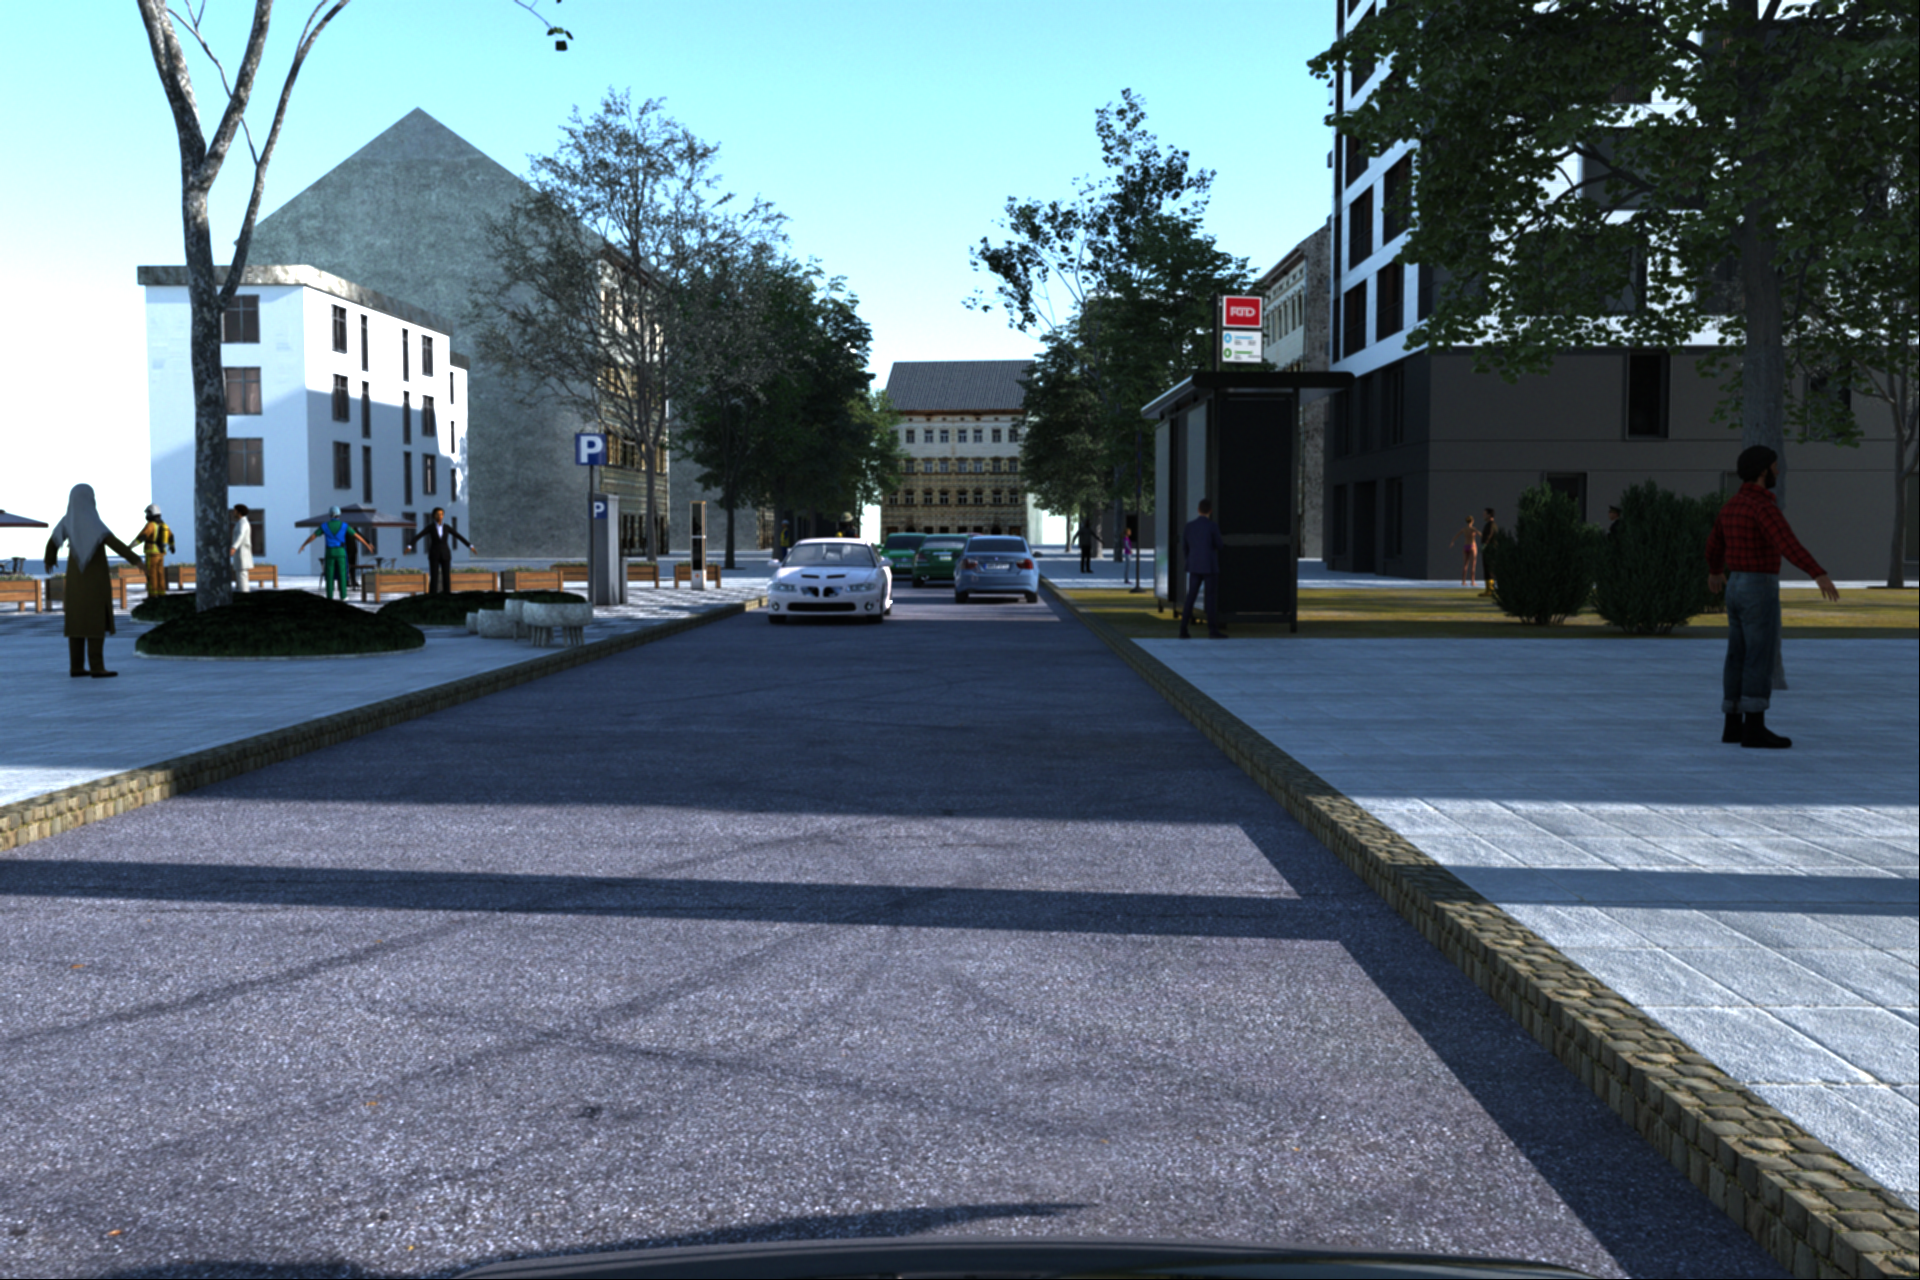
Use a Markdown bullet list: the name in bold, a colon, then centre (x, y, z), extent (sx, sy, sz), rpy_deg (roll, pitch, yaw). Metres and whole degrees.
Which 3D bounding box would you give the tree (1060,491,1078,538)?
- **tree**: centre (14.063, -16.424, 218.899), extent (4.737, 8.622, 4.395), rpy_deg (0, 3, 0)

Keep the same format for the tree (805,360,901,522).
- **tree**: centre (-7.574, -11.875, 112.291), extent (7.486, 12.596, 7.792), rpy_deg (0, 3, 0)

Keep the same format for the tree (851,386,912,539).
- **tree**: centre (-7.240, -11.990, 121.799), extent (9.928, 11.665, 9.643), rpy_deg (0, 3, 0)

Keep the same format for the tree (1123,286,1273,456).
- **tree**: centre (7.315, -6.196, 51.670), extent (4.737, 8.622, 4.395), rpy_deg (0, 3, 0)

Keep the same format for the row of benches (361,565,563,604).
- **row of benches**: centre (-9.646, -1.103, 33.490), extent (4.104, 0.672, 1.422), rpy_deg (-3, 5, -43)

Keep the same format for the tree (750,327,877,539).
- **tree**: centre (-8.226, -10.816, 94.965), extent (7.486, 12.596, 7.792), rpy_deg (0, 3, 0)

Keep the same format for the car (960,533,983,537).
- **car**: centre (0.496, -4.717, 86.171), extent (2.155, 1.783, 4.494), rpy_deg (0, 4, 1)

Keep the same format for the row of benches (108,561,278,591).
- **row of benches**: centre (-17.598, -1.475, 39.574), extent (1.422, 0.672, 4.104), rpy_deg (2, 4, 34)

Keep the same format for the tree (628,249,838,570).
- **tree**: centre (-8.317, -8.374, 62.663), extent (9.928, 11.665, 9.643), rpy_deg (0, 3, 0)

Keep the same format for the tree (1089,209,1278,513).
- **tree**: centre (7.906, -8.750, 61.185), extent (7.486, 12.596, 7.792), rpy_deg (0, 3, 0)

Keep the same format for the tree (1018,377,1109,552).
- **tree**: centre (7.685, -12.456, 121.781), extent (7.486, 12.596, 7.792), rpy_deg (0, 3, 0)

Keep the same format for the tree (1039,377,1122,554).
- **tree**: centre (8.391, -11.397, 112.099), extent (9.928, 11.665, 9.643), rpy_deg (0, 3, 0)

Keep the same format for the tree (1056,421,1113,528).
- **tree**: centre (7.523, -9.329, 102.890), extent (4.737, 8.622, 4.395), rpy_deg (0, 3, 0)

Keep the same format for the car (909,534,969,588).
- **car**: centre (-0.366, -2.198, 47.742), extent (2.131, 1.459, 4.920), rpy_deg (0, 4, 0)

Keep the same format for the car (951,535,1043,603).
- **car**: centre (0.787, -1.544, 37.250), extent (2.014, 1.417, 4.499), rpy_deg (0, 4, 1)

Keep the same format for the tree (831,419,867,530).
- **tree**: centre (-7.287, -9.335, 102.988), extent (4.737, 8.622, 4.395), rpy_deg (0, 3, 0)

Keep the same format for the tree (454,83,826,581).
- **tree**: centre (-8.589, -8.391, 47.557), extent (12.009, 13.543, 11.850), rpy_deg (0, 3, 0)

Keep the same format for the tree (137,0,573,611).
- **tree**: centre (-8.299, -10.004, 19.452), extent (12.611, 20.169, 13.585), rpy_deg (0, 3, 0)

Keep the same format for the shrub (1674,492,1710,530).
- **shrub**: centre (12.833, -1.599, 30.560), extent (1.690, 2.028, 1.600), rpy_deg (0, 3, 0)

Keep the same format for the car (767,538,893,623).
- **car**: centre (-2.143, -1.036, 29.294), extent (2.083, 1.381, 4.827), rpy_deg (0, 4, 0)

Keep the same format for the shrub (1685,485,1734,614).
- **shrub**: centre (12.290, -1.473, 28.119), extent (1.661, 2.075, 1.752), rpy_deg (0, 3, 0)

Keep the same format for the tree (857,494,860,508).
- **tree**: centre (-13.588, -16.089, 213.409), extent (4.360, 8.622, 3.978), rpy_deg (0, 3, 0)

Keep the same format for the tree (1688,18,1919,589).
- **tree**: centre (22.078, -7.940, 40.184), extent (12.009, 13.543, 11.850), rpy_deg (0, 3, 0)

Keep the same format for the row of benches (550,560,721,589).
- **row of benches**: centre (-7.727, -1.550, 40.798), extent (4.104, 0.672, 1.422), rpy_deg (-1, 4, -12)

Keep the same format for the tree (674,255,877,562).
- **tree**: centre (-8.462, -10.574, 79.538), extent (9.857, 13.997, 8.962), rpy_deg (0, 3, 0)

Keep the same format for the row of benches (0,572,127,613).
- **row of benches**: centre (-15.480, -0.770, 28.047), extent (1.422, 0.672, 4.104), rpy_deg (2, 4, 35)

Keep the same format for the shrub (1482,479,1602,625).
- **shrub**: centre (8.292, -1.260, 24.649), extent (1.661, 2.075, 1.752), rpy_deg (0, 3, 0)

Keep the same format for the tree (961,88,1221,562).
- **tree**: centre (6.346, -13.499, 76.592), extent (12.611, 20.169, 13.585), rpy_deg (0, 3, 0)

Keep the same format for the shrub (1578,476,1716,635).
- **shrub**: centre (8.809, -1.088, 22.200), extent (1.690, 2.028, 1.600), rpy_deg (0, 3, 0)

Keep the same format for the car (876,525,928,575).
- **car**: centre (-1.649, -2.807, 54.692), extent (1.959, 1.807, 4.718), rpy_deg (0, 4, 1)

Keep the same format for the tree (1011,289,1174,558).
- **tree**: centre (7.342, -11.320, 91.731), extent (9.857, 13.997, 8.962), rpy_deg (0, 3, 0)
